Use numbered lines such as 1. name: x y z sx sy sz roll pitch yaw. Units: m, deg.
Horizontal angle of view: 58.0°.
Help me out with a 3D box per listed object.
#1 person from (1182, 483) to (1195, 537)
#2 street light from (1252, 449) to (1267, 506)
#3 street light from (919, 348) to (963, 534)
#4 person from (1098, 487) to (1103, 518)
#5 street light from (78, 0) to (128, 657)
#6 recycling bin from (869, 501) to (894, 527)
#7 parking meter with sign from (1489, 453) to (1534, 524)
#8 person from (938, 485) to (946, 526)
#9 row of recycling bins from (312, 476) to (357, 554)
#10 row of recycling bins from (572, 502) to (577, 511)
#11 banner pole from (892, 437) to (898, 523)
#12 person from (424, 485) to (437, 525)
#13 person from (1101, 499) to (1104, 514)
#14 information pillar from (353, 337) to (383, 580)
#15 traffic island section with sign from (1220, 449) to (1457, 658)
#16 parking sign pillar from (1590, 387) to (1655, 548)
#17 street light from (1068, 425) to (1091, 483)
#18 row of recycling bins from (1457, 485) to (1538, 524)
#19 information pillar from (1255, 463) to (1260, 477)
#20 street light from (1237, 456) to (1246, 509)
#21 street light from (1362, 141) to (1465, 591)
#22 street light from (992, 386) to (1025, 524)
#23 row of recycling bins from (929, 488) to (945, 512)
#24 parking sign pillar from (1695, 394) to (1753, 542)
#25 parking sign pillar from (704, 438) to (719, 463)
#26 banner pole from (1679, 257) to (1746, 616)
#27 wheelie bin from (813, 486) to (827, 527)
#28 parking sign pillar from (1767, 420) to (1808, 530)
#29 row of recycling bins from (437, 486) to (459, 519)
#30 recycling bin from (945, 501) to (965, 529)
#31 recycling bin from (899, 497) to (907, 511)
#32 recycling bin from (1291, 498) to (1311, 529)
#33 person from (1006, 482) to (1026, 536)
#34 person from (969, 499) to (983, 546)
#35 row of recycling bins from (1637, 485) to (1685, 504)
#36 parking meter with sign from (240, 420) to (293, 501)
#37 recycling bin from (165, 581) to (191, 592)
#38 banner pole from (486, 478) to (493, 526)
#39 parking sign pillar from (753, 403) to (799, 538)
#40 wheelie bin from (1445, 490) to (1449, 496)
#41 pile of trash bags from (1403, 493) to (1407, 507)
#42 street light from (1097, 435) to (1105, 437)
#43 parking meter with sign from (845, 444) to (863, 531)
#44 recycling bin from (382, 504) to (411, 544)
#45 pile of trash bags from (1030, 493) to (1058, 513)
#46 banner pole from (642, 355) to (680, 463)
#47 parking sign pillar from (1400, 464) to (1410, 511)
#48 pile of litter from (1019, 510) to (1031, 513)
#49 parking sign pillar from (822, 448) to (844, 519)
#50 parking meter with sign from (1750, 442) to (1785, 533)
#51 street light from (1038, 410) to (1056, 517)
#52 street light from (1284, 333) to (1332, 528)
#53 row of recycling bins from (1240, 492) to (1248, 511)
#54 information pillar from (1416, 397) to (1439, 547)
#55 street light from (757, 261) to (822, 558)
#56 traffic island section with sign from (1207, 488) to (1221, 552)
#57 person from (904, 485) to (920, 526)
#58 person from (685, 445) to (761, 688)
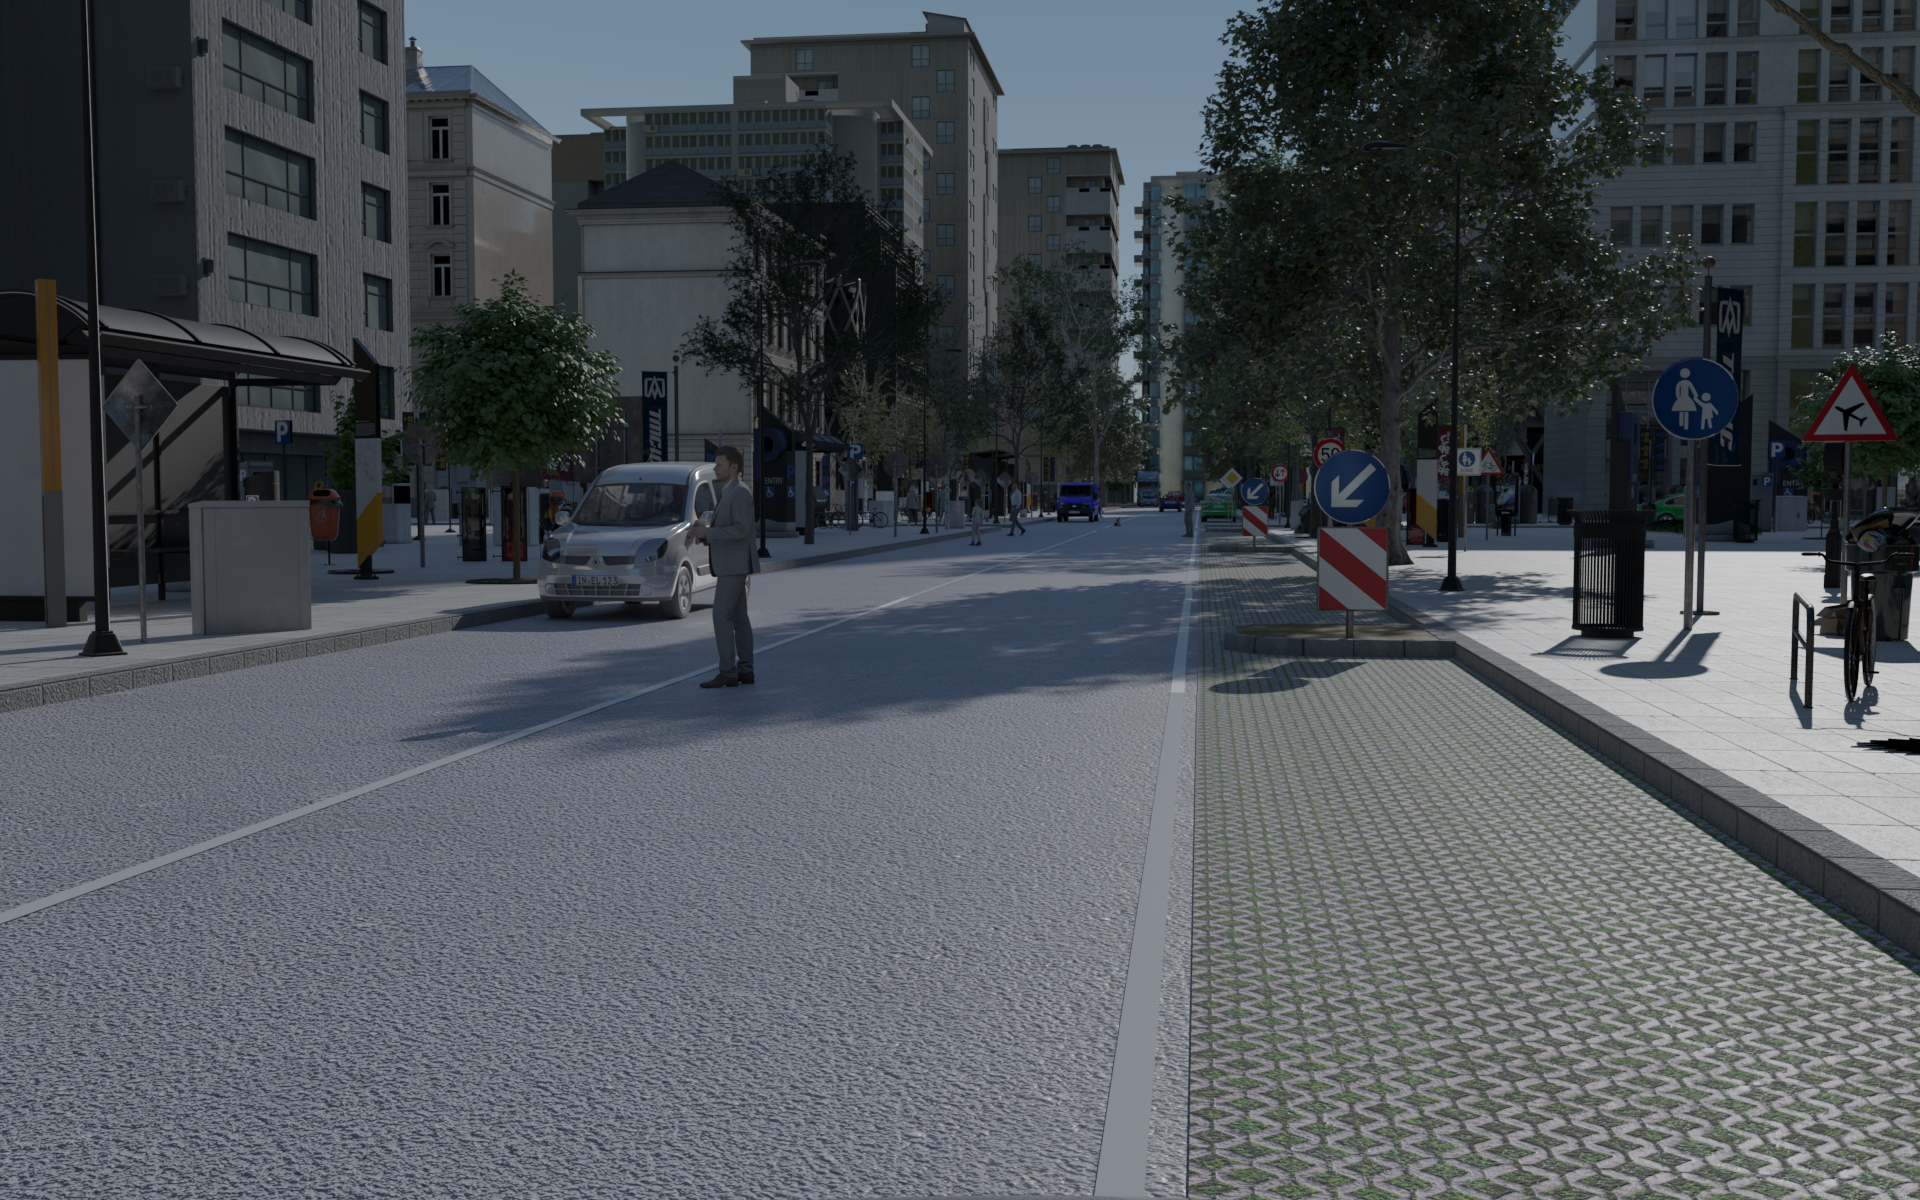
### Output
1. person: 7.656 -3.014 57.874 0.391 1.810 0.635 0 4 -5
2. street light: 11.756 -5.641 64.779 1.470 5.913 1.316 0 4 8
3. street light: -0.600 -5.064 55.345 1.470 5.913 1.316 0 4 8
4. person: 8.157 -5.782 103.023 0.713 1.824 0.794 -2 4 -31
5. street light: -6.292 -2.508 13.541 1.470 5.913 1.316 0 4 8
6. recycling bin: -3.059 -3.350 67.328 0.722 1.027 0.722 3 4 36
7. parking meter with sign: 23.327 -4.711 73.281 1.738 3.016 0.543 2 4 26
8. person: -0.640 -3.720 69.448 0.709 1.813 0.853 1 4 12
9. row of recycling bins: -13.754 -1.931 38.677 1.069 1.692 3.534 -2 4 -28
10. row of recycling bins: -12.209 -3.161 58.801 1.069 1.692 3.534 -3 5 -41
11. banner pole: -2.859 -5.277 76.291 0.401 3.779 0.863 -1 4 -20
12. person: -22.160 -3.887 72.226 0.590 1.801 0.661 2 4 29
13. person: 10.134 -7.098 125.227 0.598 1.740 0.731 2 4 27
14. information pillar: -8.849 -2.111 25.875 0.504 3.616 0.183 2 4 31
15. traffic island section with sign: 3.464 -0.456 16.086 1.989 1.847 2.006 0 4 8
16. parking sign pillar: 15.886 -3.238 41.409 1.447 3.967 1.447 2 4 31
17. street light: 7.804 -8.768 115.890 1.470 5.913 1.316 0 4 8
18. row of recycling bins: 23.103 -4.141 74.824 3.534 1.692 1.069 0 4 1
19. information pillar: 20.178 -7.739 117.893 0.504 3.616 0.183 -1 4 -16
20. street light: 14.424 -6.862 84.733 1.470 5.913 1.316 0 4 8
21. street light: 5.989 -3.079 22.889 1.470 5.913 1.316 0 4 8
22. street light: 2.110 -6.238 74.533 1.470 5.913 1.316 0 4 8
23. row of recycling bins: -1.810 -7.132 123.716 1.069 1.692 3.534 -2 4 -33
24. parking sign pillar: 20.711 -3.578 46.966 1.447 3.967 1.447 0 4 7
25. parking sign pillar: -11.554 -5.778 82.936 1.447 3.967 1.447 -1 4 -17
26. banner pole: 8.089 -1.742 18.491 0.863 3.779 0.401 -2 4 -32
27. wheelie bin: -5.628 -3.626 67.197 0.693 1.594 0.980 3 5 41
28. parking sign pillar: 29.876 -4.529 62.522 1.447 3.967 1.447 1 4 16
29. row of recycling bins: -26.018 -5.102 90.534 1.069 1.692 3.534 1 4 22
30. recycling bin: -0.193 -3.188 64.675 0.722 1.027 0.722 0 4 2
31. recycling bin: -4.013 -7.070 128.141 0.722 1.027 0.722 -2 4 -33
32. recycling bin: 12.568 -3.099 63.225 0.722 1.027 0.722 -2 4 -33
33. person: 1.906 -3.105 59.363 0.850 1.850 0.679 -2 4 -29
34. person: 0.434 -2.158 48.055 0.394 1.301 0.425 2 4 28
35. row of recycling bins: 30.776 -4.268 76.887 3.534 1.692 1.069 -1 4 -21
36. parking meter with sign: -16.391 -2.690 40.240 0.543 3.016 1.738 2 4 32
37. recycling bin: -10.142 -0.638 22.979 0.722 1.027 0.722 0 4 -2
38. banner pole: -19.058 -4.865 69.552 0.863 3.779 0.401 1 4 18
39. parking sign pillar: -5.466 -3.816 50.867 1.447 3.967 1.447 2 4 34
40. wheelie bin: 24.768 -4.835 86.960 0.980 1.594 0.693 -3 5 -41
41. pile of trash bags: 29.774 -6.142 110.166 3.447 1.369 1.912 -1 4 -14
42. street light: 10.802 -10.074 137.245 1.470 5.913 1.316 0 4 8
43. parking meter with sign: -3.782 -3.944 60.746 0.543 3.016 1.738 -1 4 -11
44. recycling bin: -14.722 -1.978 44.892 0.722 1.027 0.722 1 4 12
45. pile of trash bags: 7.097 -7.528 132.837 3.447 1.369 1.912 1 4 11
46. banner pole: -5.316 -2.515 31.145 0.863 3.779 0.401 -2 4 -23
47. parking sign pillar: 33.549 -8.760 131.690 1.447 3.967 1.447 -1 4 -18
48. pile of litter: 4.243 -6.297 116.925 1.176 0.858 1.719 -3 5 -43
49. parking sign pillar: -6.402 -5.872 84.473 1.447 3.967 1.447 0 4 7
50. parking meter with sign: 27.093 -3.806 58.482 0.543 3.016 1.738 0 4 -3
51. street light: 5.006 -7.503 95.211 1.470 5.913 1.316 0 4 8
52. street light: 8.770 -4.352 43.691 1.470 5.913 1.316 0 4 8
53. row of recycling bins: 23.017 -7.911 136.458 1.069 1.692 3.534 2 4 29
54. information pillar: 11.283 -3.083 41.767 0.504 3.616 0.183 2 4 28
55. street light: -3.439 -3.800 34.672 1.470 5.913 1.316 0 4 8
56. traffic island section with sign: 7.195 -2.104 43.031 1.989 1.847 2.006 0 4 8
57. person: -2.045 -3.888 72.249 0.709 1.800 0.728 1 4 23
58. person: -1.796 -0.262 12.981 0.583 1.804 0.606 -1 4 -21
